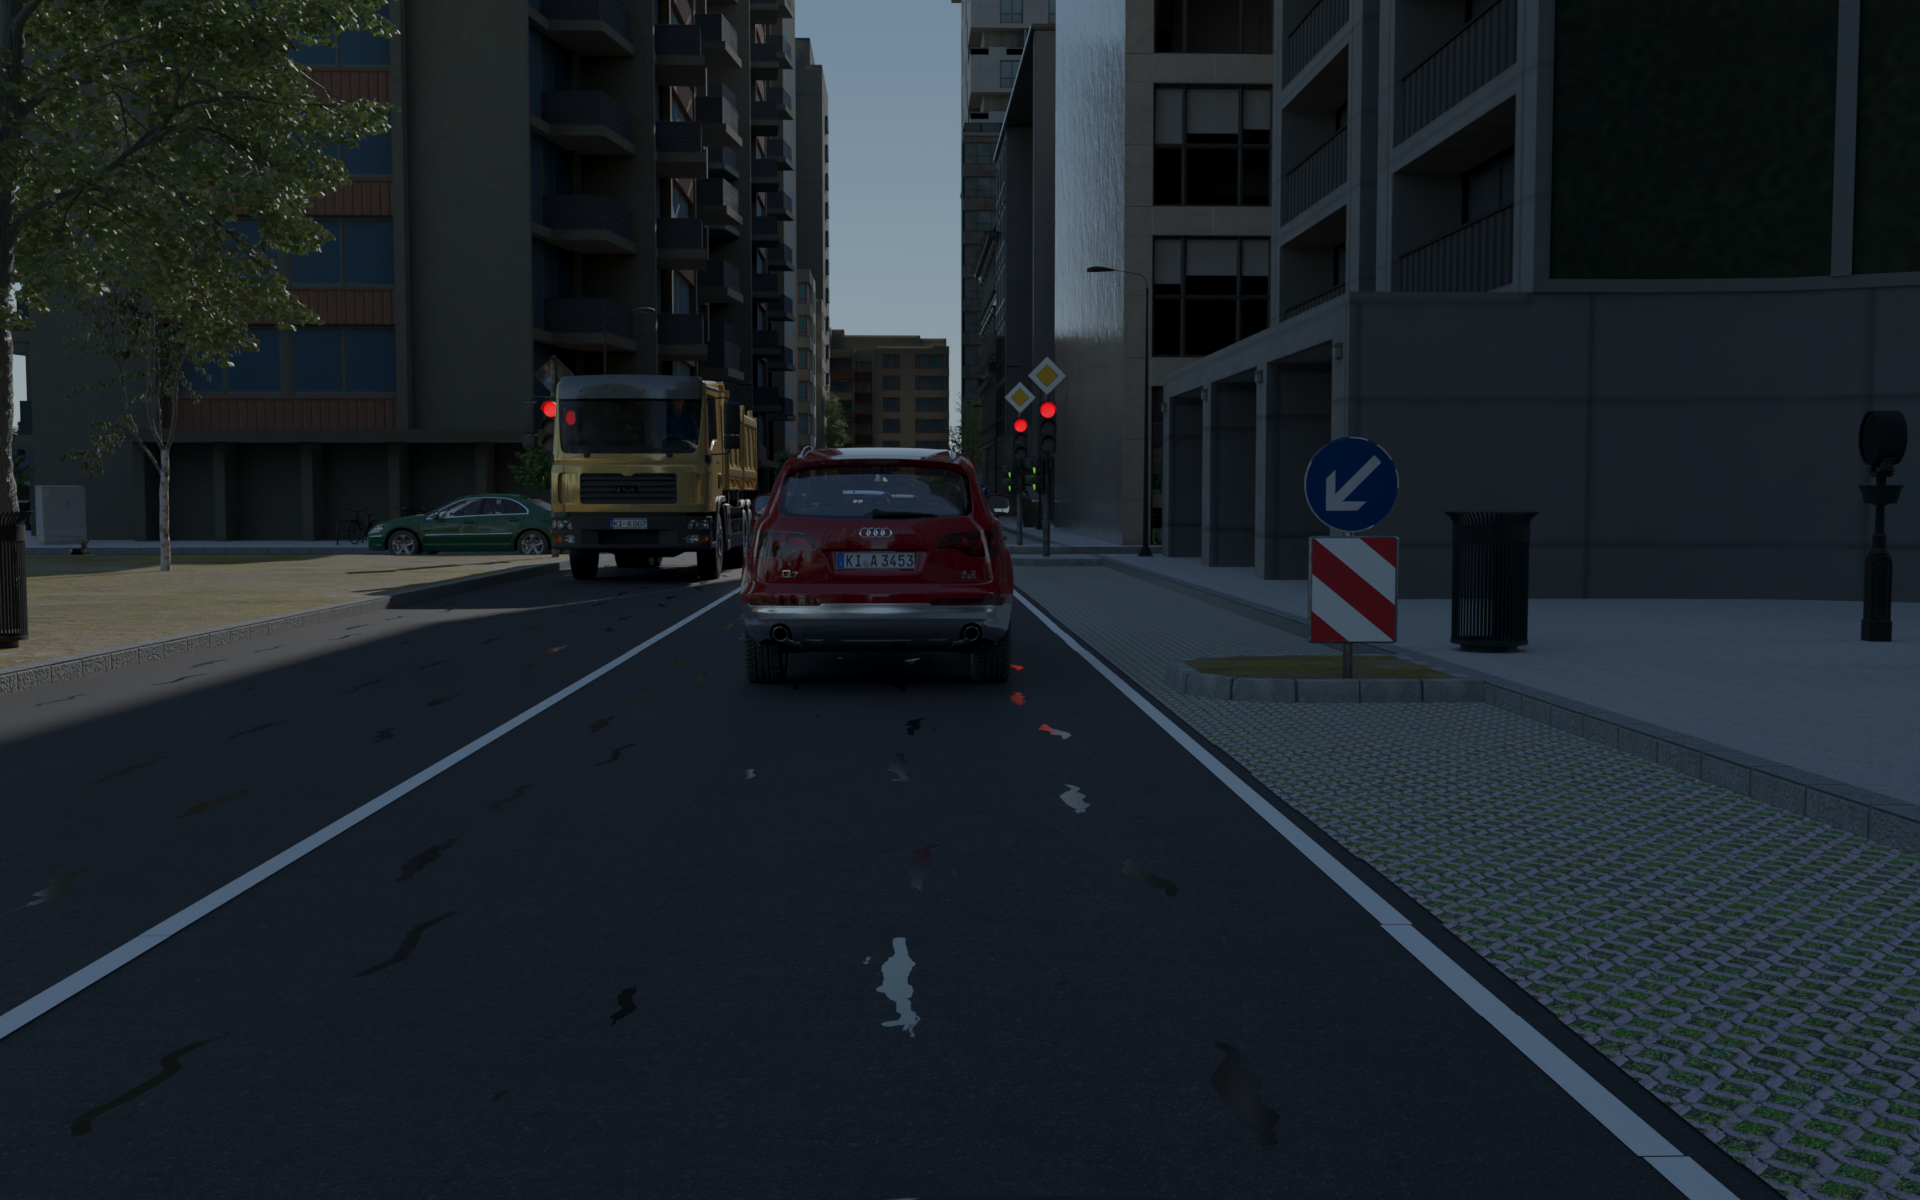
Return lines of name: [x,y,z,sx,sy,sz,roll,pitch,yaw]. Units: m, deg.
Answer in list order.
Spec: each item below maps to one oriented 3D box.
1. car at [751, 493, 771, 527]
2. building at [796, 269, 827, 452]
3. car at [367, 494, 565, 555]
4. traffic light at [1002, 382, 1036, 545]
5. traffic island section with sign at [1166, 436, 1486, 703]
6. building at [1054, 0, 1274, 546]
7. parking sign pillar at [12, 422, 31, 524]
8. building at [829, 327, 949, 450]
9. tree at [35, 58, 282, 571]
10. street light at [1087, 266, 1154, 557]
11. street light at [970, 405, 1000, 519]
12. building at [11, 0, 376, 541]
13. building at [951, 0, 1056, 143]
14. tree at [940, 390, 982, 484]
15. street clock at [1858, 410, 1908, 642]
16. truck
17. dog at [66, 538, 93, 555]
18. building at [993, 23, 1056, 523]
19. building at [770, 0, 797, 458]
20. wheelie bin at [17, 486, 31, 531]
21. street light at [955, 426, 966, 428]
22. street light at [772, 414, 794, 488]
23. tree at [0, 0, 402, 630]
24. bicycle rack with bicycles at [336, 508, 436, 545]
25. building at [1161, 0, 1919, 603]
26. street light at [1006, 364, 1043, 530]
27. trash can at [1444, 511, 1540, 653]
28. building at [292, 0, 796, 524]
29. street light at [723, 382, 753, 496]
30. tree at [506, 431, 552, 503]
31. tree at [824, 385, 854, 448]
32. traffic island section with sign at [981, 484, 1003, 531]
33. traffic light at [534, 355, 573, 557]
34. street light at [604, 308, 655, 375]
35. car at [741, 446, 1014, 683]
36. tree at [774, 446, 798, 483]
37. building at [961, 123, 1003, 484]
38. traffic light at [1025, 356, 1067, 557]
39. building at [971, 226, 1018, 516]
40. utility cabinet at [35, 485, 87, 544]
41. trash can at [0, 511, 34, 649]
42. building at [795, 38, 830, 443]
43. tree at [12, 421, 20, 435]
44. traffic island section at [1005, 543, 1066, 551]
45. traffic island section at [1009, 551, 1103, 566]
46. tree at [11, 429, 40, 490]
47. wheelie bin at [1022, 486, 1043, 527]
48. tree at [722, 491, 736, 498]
car: [-5.542,-2.802,54.846,2.155,1.783,4.494,0,4,0]
building: [-25.830,-18.479,147.178,27.650,21.520,28.899,0,4,-2]
car: [-10.673,-1.634,38.518,4.920,1.459,2.131,0,4,-1]
traffic light: [1.480,-3.333,43.410,0.839,4.253,0.868,0,4,-2]
traffic island section with sign: [2.576,-0.252,12.746,1.989,1.847,2.006,0,4,-2]
building: [20.706,-15.167,52.494,34.151,26.468,19.350,0,4,-2]
parking sign pillar: [-34.477,-4.630,64.165,1.447,3.967,1.447,2,4,27]
building: [-16.151,-22.659,215.507,28.899,21.520,27.650,0,4,-2]
tree: [-13.391,-4.805,28.932,4.360,8.622,3.978,0,3,0]
street light: [3.278,-3.849,35.469,1.470,5.913,1.316,0,4,-2]
street light: [1.344,-7.203,90.311,1.470,5.913,1.316,0,4,-2]
building: [-19.261,-24.735,59.043,22.147,44.769,28.867,0,4,-2]
building: [13.936,-34.857,159.151,28.713,52.752,27.495,0,4,-2]
tree: [1.634,-10.792,126.808,4.737,8.622,4.395,0,3,0]
street clock: [7.999,-0.642,15.061,0.358,2.002,0.471,0,4,6]
truck: [-5.352,-2.164,31.304,3.469,3.379,9.791,0,4,-2]
dog: [-20.338,-1.214,40.045,0.550,0.427,0.748,-3,5,-43]
building: [9.515,-16.234,84.488,14.314,24.678,30.058,0,4,-2]
building: [-19.173,-29.042,124.954,14.600,45.320,14.200,0,4,-2]
wheelie bin: [-32.958,-3.222,60.587,0.980,1.594,0.693,-3,5,-43]
street light: [0.365,-8.926,118.480,1.470,5.913,1.316,0,4,-2]
street light: [-10.315,-7.834,100.625,1.470,5.913,1.316,0,4,-2]
tree: [-8.930,-6.017,16.502,7.486,12.596,7.792,0,3,0]
bicycle rack with bicycles: [-14.655,-1.911,44.632,2.852,0.926,2.925,0,4,2]
building: [14.740,-35.815,23.821,20.563,71.187,20.611,0,4,-2]
street light: [2.346,-5.481,62.151,1.470,5.913,1.316,0,4,-2]
trash can: [4.335,-0.153,14.163,0.748,1.137,0.748,0,3,0]
building: [-20.789,-27.028,96.526,22.147,44.769,28.867,0,4,-2]
street light: [-9.308,-6.092,72.151,1.470,5.913,1.316,0,4,-2]
tree: [-9.948,-2.895,41.935,1.663,3.219,1.824,0,3,0]
tree: [-13.959,-15.267,167.740,7.486,12.596,7.792,0,3,0]
traffic island section with sign: [0.673,-3.655,68.395,1.989,1.847,2.006,0,4,-2]
traffic light: [-8.201,-2.823,35.074,0.839,4.253,0.868,0,4,-2]
street light: [-8.298,-4.326,43.275,1.470,5.913,1.316,0,4,-2]
car: [-0.669,-0.369,14.704,2.281,1.827,5.304,0,4,-2]
tree: [-11.777,-8.146,116.902,4.285,4.588,4.351,0,3,0]
building: [7.039,-22.410,138.111,14.160,30.474,14.107,0,4,-2]
traffic light: [1.754,-2.845,35.430,0.839,4.253,0.868,0,4,-2]
building: [6.380,-14.958,109.191,10.561,19.102,19.286,0,4,-2]
utility cabinet: [-22.848,-2.162,44.034,0.318,1.500,1.173,2,4,28]
trash can: [-8.145,-0.173,14.479,0.748,1.137,0.748,0,3,0]
building: [-24.709,-34.139,181.874,21.600,48.544,21.300,0,4,-2]
tree: [-40.784,-5.608,75.410,4.285,4.588,4.351,0,3,0]
traffic island section: [1.521,-1.299,43.526,2.009,0.180,2.903,0,4,-2]
traffic island section: [1.795,-0.811,35.545,2.009,0.180,2.903,0,4,-2]
tree: [-24.353,-2.991,43.508,1.663,3.219,1.824,0,3,0]
wheelie bin: [2.745,-3.593,66.657,0.980,1.594,0.693,-2,4,-32]
tree: [-10.646,-5.230,80.109,1.663,3.219,1.824,0,3,0]
